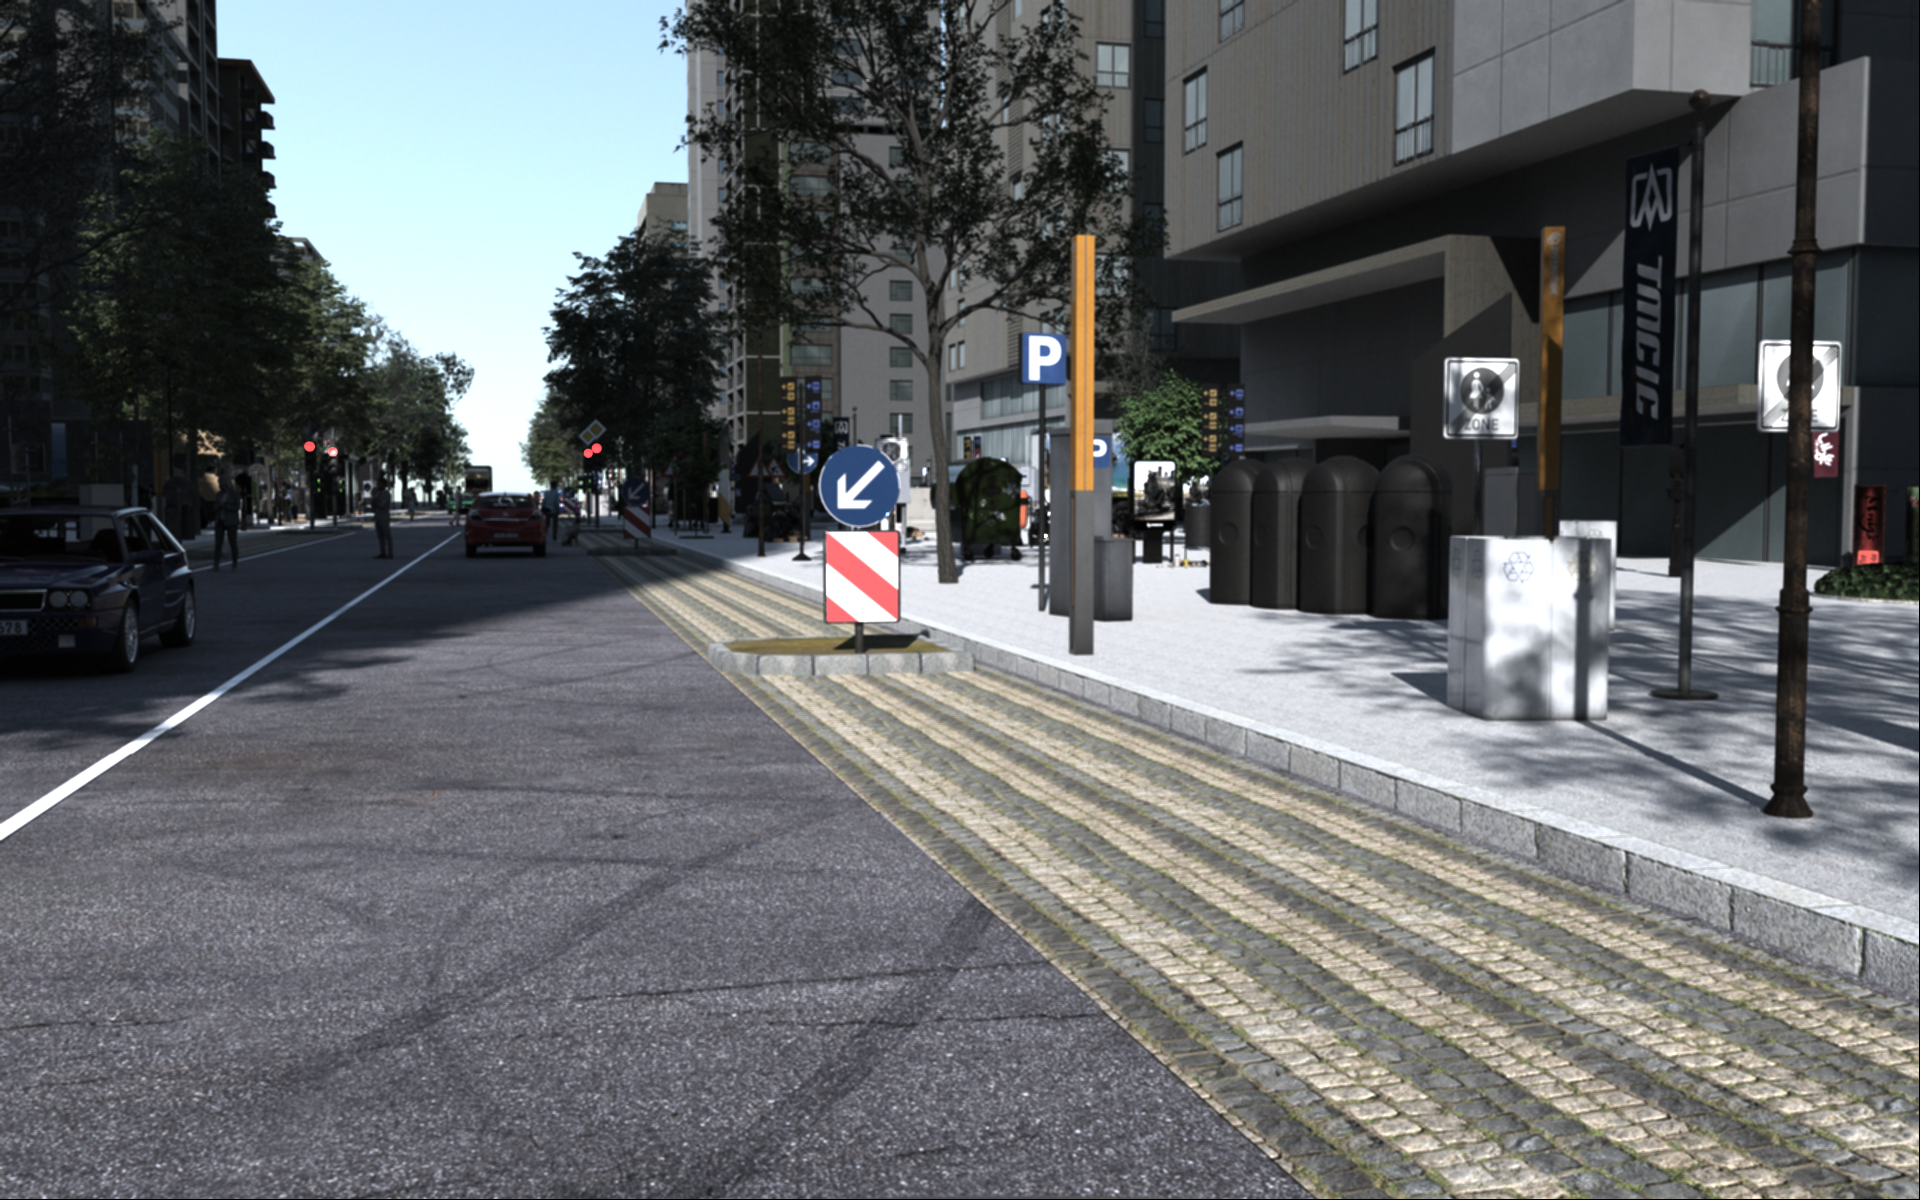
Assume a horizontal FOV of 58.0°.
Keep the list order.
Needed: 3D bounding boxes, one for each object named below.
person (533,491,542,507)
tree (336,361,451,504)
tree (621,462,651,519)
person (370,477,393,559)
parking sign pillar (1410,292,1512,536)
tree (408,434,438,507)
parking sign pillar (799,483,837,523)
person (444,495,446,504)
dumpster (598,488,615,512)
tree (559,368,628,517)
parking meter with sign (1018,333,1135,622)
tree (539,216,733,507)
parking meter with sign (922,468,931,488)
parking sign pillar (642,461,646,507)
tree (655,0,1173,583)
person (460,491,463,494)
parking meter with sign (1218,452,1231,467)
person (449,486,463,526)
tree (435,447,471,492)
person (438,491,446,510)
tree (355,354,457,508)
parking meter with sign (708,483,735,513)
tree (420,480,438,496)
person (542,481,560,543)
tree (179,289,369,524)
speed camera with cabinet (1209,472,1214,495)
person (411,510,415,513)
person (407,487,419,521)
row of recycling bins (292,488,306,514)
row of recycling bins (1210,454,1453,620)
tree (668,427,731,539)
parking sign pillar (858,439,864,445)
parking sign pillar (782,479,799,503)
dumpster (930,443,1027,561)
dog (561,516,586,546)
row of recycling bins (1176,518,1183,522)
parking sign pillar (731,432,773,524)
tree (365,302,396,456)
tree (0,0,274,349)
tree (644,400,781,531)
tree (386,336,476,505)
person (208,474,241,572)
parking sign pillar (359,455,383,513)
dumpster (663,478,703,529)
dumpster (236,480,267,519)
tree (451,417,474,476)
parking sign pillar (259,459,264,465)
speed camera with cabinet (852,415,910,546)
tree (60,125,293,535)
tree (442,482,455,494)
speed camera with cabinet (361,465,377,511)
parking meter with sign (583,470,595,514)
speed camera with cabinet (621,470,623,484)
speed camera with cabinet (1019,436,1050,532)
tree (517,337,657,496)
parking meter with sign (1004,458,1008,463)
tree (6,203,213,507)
[{"bbox_3d":[-37.735,-8.886,154.503,1.217,1.735,0.721,0,4,5],"label":"person"},{"bbox_3d":[-44.895,-12.729,133.876,9.928,11.665,9.643,0,3,0],"label":"tree"},{"bbox_3d":[-17.095,-5.818,89.723,1.663,3.219,1.824,0,3,0],"label":"tree"},{"bbox_3d":[-12.866,-1.820,38.445,0.511,1.800,0.466,2,4,24],"label":"person"},{"bbox_3d":[6.840,-2.153,23.668,1.447,3.967,1.447,2,4,25],"label":"parking sign pillar"},{"bbox_3d":[-54.922,-13.855,176.889,4.360,8.622,3.978,0,3,0],"label":"tree"},{"bbox_3d":[-6.238,-5.465,77.831,1.447,3.967,1.447,-1,4,-20],"label":"parking sign pillar"},{"bbox_3d":[-47.756,-9.073,160.071,0.599,1.433,0.991,0,4,-2],"label":"person"},{"bbox_3d":[-25.941,-7.422,127.111,1.264,1.857,1.865,-1,4,-14],"label":"dumpster"},{"bbox_3d":[-20.033,-9.026,97.943,4.360,8.622,3.978,0,3,0],"label":"tree"},{"bbox_3d":[1.249,-1.338,18.140,0.543,3.016,1.738,-2,4,-25],"label":"parking meter with sign"},{"bbox_3d":[-15.204,-10.651,80.793,9.857,13.997,8.962,0,3,0],"label":"tree"},{"bbox_3d":[-2.168,-7.187,113.763,0.543,3.016,1.738,0,4,-6],"label":"parking meter with sign"},{"bbox_3d":[-21.660,-7.970,118.774,1.447,3.967,1.447,0,4,5],"label":"parking sign pillar"},{"bbox_3d":[-0.506,-5.523,24.717,7.601,10.594,8.767,0,4,7],"label":"tree"},{"bbox_3d":[-39.374,-7.820,136.454,0.694,1.812,0.767,-3,4,-38],"label":"person"},{"bbox_3d":[11.130,-4.528,70.287,0.543,3.016,1.738,-1,4,-21],"label":"parking meter with sign"},{"bbox_3d":[-22.620,-4.250,78.111,0.853,1.813,0.709,-3,4,-36],"label":"person"},{"bbox_3d":[-86.198,-22.052,294.966,7.601,10.594,8.767,-1,4,-8],"label":"tree"},{"bbox_3d":[-47.172,-9.085,157.589,0.434,1.755,0.990,2,4,29],"label":"person"},{"bbox_3d":[-49.718,-15.190,155.017,9.857,13.997,8.962,0,3,0],"label":"tree"},{"bbox_3d":[-14.997,-6.905,109.157,0.543,3.016,1.738,3,4,38],"label":"parking meter with sign"},{"bbox_3d":[-56.045,-11.472,182.172,1.663,3.219,1.824,0,3,0],"label":"tree"},{"bbox_3d":[-12.121,-2.612,51.228,0.660,1.820,0.620,1,4,18],"label":"person"},{"bbox_3d":[-29.743,-8.581,74.711,8.767,10.594,7.601,-1,4,-10],"label":"tree"},{"bbox_3d":[9.614,-4.528,68.370,0.660,3.252,2.038,1,4,18],"label":"speed camera with cabinet"},{"bbox_3d":[-40.993,-7.411,129.773,0.635,1.810,0.391,2,4,31],"label":"person"},{"bbox_3d":[-28.762,-5.040,90.990,0.616,1.811,0.778,-1,4,-20],"label":"person"},{"bbox_3d":[-42.248,-6.368,111.223,1.069,1.692,3.534,-1,4,-9],"label":"row of recycling bins"},{"bbox_3d":[4.003,-0.735,19.135,1.069,1.692,3.534,-2,4,-30],"label":"row of recycling bins"},{"bbox_3d":[-7.749,-3.409,50.339,1.663,3.219,1.824,0,3,0],"label":"tree"},{"bbox_3d":[-4.522,-5.957,85.874,1.447,3.967,1.447,2,4,32],"label":"parking sign pillar"},{"bbox_3d":[-10.204,-7.189,106.019,1.447,3.967,1.447,0,4,7],"label":"parking sign pillar"},{"bbox_3d":[0.362,-1.917,33.841,1.502,2.255,1.985,-1,4,-14],"label":"dumpster"},{"bbox_3d":[-10.782,-1.892,47.772,0.800,0.831,0.513,2,4,32],"label":"dog"},{"bbox_3d":[9.969,-4.465,80.123,1.069,1.692,3.534,-2,4,-31],"label":"row of recycling bins"},{"bbox_3d":[-9.070,-5.236,74.074,1.447,3.967,1.447,2,4,34],"label":"parking sign pillar"},{"bbox_3d":[-31.115,-10.081,82.951,7.486,12.596,7.792,0,3,0],"label":"tree"},{"bbox_3d":[-16.552,-7.099,26.442,12.009,13.543,11.850,0,3,0],"label":"tree"},{"bbox_3d":[-9.446,-4.722,60.925,4.285,4.588,4.351,0,3,0],"label":"tree"},{"bbox_3d":[-65.259,-21.576,208.649,12.611,20.169,13.585,0,3,0],"label":"tree"},{"bbox_3d":[-13.574,-1.429,32.048,0.537,1.800,0.526,1,4,16],"label":"person"},{"bbox_3d":[-40.647,-7.988,119.074,1.447,3.967,1.447,-1,4,-18],"label":"parking sign pillar"},{"bbox_3d":[-10.254,-3.810,64.787,1.502,2.255,1.985,-1,4,-14],"label":"dumpster"},{"bbox_3d":[-36.410,-5.277,88.770,1.502,2.255,1.985,-1,4,-14],"label":"dumpster"},{"bbox_3d":[-68.462,-18.607,229.980,9.928,11.665,9.643,0,3,0],"label":"tree"},{"bbox_3d":[-52.980,-8.694,130.615,1.447,3.967,1.447,1,4,9],"label":"parking sign pillar"},{"bbox_3d":[-2.013,-3.021,43.725,0.660,3.252,2.038,-2,4,-33],"label":"speed camera with cabinet"},{"bbox_3d":[-24.096,-8.331,54.346,7.486,12.596,7.792,0,3,0],"label":"tree"},{"bbox_3d":[-69.899,-14.766,236.023,1.663,3.219,1.824,0,3,0],"label":"tree"},{"bbox_3d":[-40.299,-7.474,116.532,2.038,3.252,0.660,1,4,15],"label":"speed camera with cabinet"},{"bbox_3d":[-26.359,-7.736,122.740,0.543,3.016,1.738,-1,4,-14],"label":"parking meter with sign"},{"bbox_3d":[-27.349,-9.090,142.965,0.660,3.252,2.038,-3,5,-43],"label":"speed camera with cabinet"},{"bbox_3d":[2.951,-3.929,58.573,2.038,3.252,0.660,2,4,33],"label":"speed camera with cabinet"},{"bbox_3d":[-28.347,-13.694,134.273,12.009,13.543,11.850,0,3,0],"label":"tree"},{"bbox_3d":[1.427,-5.267,82.375,1.738,3.016,0.543,-3,4,-37],"label":"parking meter with sign"},{"bbox_3d":[-20.915,-5.677,43.189,4.737,8.622,4.395,0,3,0],"label":"tree"}]
